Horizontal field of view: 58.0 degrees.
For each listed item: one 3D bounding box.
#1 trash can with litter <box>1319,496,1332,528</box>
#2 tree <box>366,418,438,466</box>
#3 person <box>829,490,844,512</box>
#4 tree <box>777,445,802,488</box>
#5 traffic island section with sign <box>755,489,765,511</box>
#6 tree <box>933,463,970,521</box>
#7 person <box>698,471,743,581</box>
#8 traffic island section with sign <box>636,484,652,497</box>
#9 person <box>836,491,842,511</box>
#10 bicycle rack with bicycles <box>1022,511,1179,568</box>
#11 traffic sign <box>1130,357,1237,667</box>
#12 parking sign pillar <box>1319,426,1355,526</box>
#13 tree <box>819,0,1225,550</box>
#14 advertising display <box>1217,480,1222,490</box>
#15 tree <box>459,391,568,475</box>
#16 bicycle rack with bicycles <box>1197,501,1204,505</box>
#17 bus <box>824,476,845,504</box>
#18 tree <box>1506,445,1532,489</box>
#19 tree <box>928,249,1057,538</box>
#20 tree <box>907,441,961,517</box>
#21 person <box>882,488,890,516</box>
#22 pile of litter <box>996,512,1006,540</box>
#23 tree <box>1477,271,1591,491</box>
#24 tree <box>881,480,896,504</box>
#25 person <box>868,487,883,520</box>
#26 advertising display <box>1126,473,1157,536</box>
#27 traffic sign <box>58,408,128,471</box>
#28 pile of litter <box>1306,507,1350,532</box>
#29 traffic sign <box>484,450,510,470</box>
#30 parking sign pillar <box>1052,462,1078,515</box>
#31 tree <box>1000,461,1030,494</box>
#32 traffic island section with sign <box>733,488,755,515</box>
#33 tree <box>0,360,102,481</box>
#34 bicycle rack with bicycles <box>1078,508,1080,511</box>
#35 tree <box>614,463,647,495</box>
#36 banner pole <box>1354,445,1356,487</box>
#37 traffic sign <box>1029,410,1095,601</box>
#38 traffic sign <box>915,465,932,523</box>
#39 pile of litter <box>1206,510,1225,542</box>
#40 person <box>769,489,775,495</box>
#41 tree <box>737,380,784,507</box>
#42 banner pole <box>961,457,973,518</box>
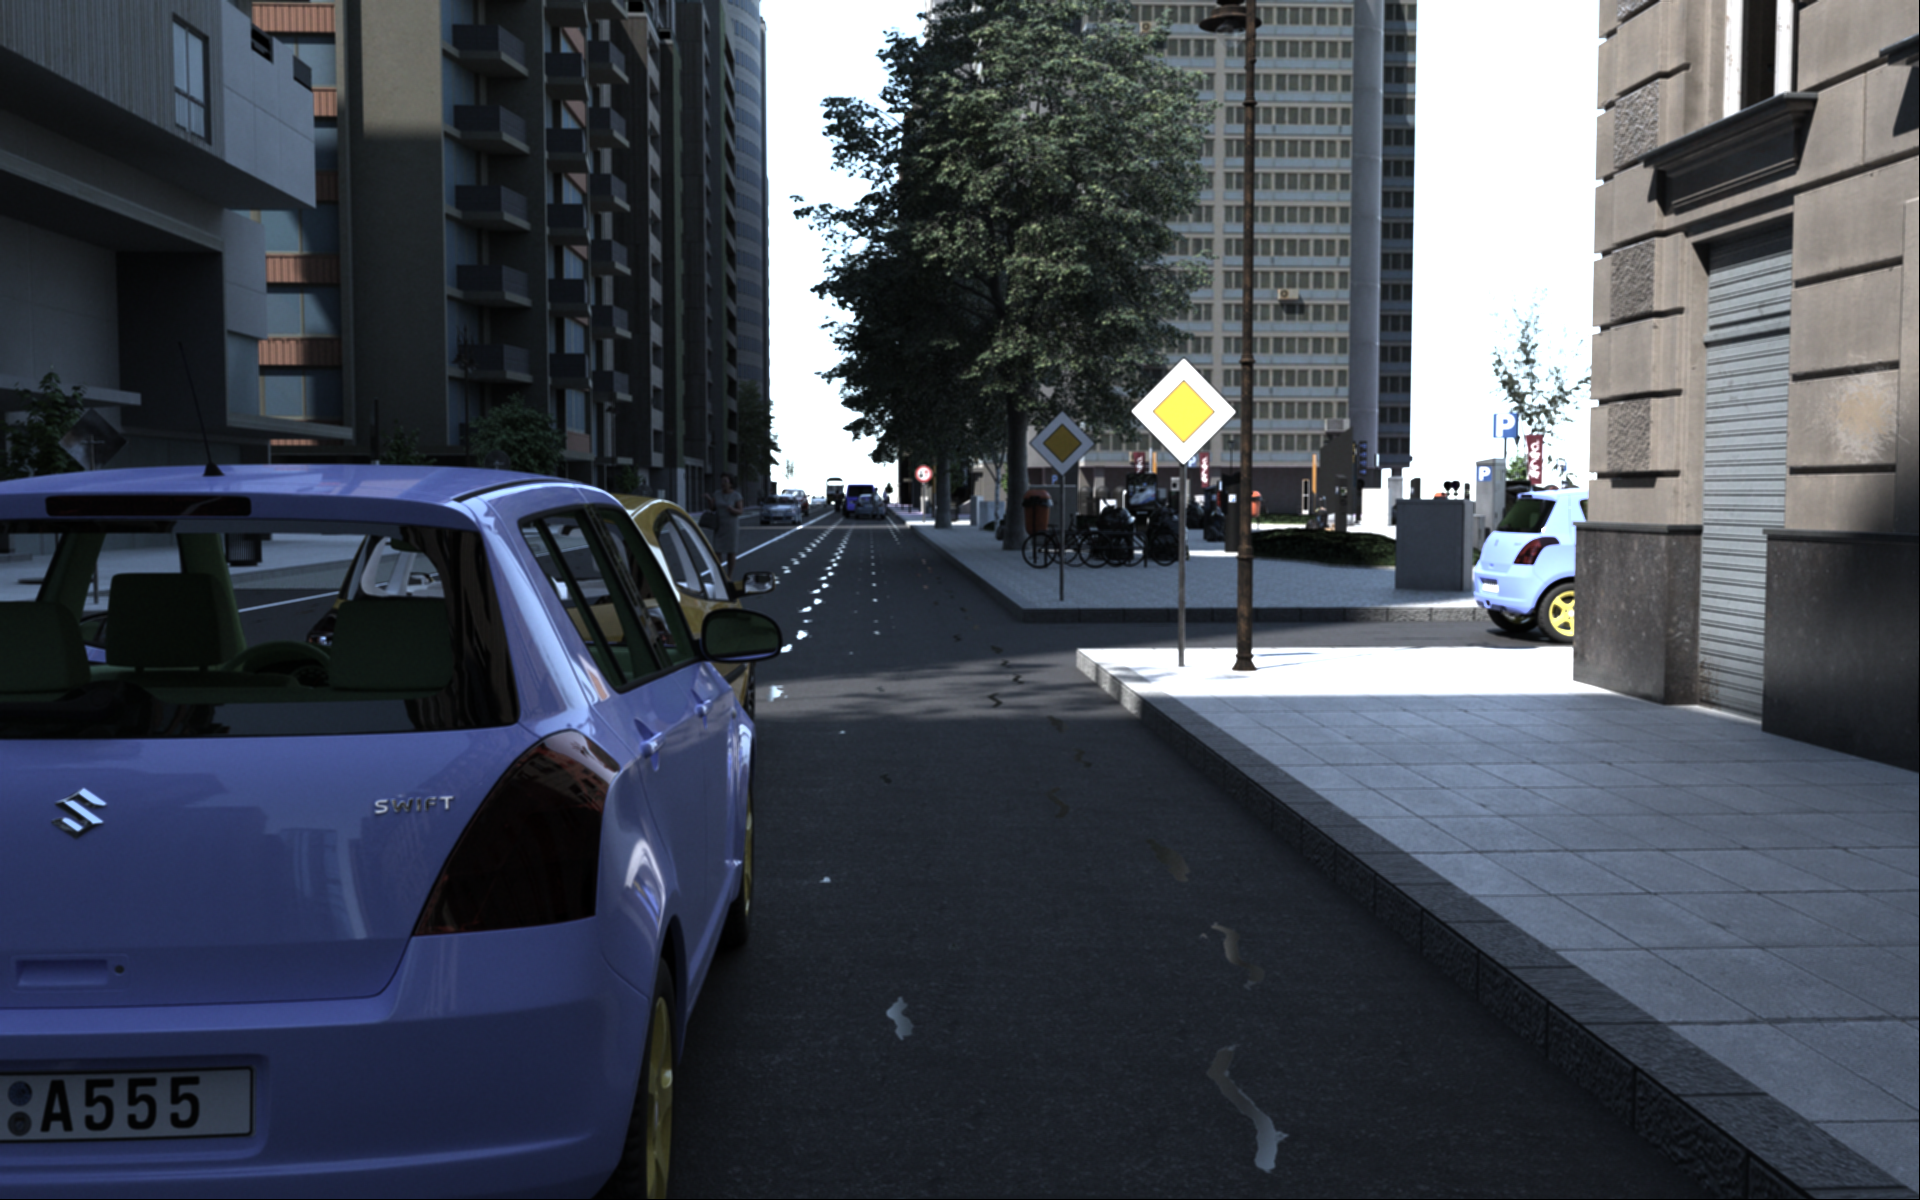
[{"bbox_3d":[13.767,-3.328,65.476,1.678,1.210,2.233,0,4,7],"label":"trash can with litter"},{"bbox_3d":[-14.314,-3.029,44.124,1.663,3.219,1.824,0,3,0],"label":"tree"},{"bbox_3d":[-9.583,-7.678,134.745,1.217,1.736,0.721,-1,4,-16],"label":"person"},{"bbox_3d":[-24.727,-18.421,251.539,4.360,8.622,3.978,0,3,0],"label":"tree"},{"bbox_3d":[-16.830,-8.470,147.112,1.989,1.847,2.006,0,4,-3],"label":"traffic island section with sign"},{"bbox_3d":[-0.620,-5.457,83.827,1.663,3.219,1.824,0,3,0],"label":"tree"},{"bbox_3d":[-3.744,-1.103,26.899,0.716,1.782,0.532,1,4,13],"label":"person"},{"bbox_3d":[-12.743,-3.745,69.851,1.989,1.847,2.006,0,4,-3],"label":"traffic island section with sign"},{"bbox_3d":[-10.026,-8.193,143.258,0.445,1.727,0.742,1,4,22],"label":"person"},{"bbox_3d":[2.481,-1.075,30.957,2.925,0.926,2.852,0,4,-2],"label":"bicycle rack with bicycles"},{"bbox_3d":[1.643,-0.561,12.811,0.795,2.450,0.064,0,4,-3],"label":"traffic sign"},{"bbox_3d":[15.056,-4.938,69.207,1.447,3.967,1.447,2,4,26],"label":"parking sign pillar"},{"bbox_3d":[1.199,-8.126,39.522,9.857,13.997,8.962,0,3,0],"label":"tree"},{"bbox_3d":[12.407,-4.654,81.302,0.974,1.923,0.123,-3,5,-43],"label":"advertising display"},{"bbox_3d":[-14.176,-4.372,55.191,4.285,4.588,4.351,0,3,0],"label":"tree"},{"bbox_3d":[12.293,-4.421,85.672,2.925,0.926,2.852,-1,4,-20],"label":"bicycle rack with bicycles"},{"bbox_3d":[-17.734,-15.542,245.653,2.896,3.916,12.252,0,4,-4],"label":"bus"},{"bbox_3d":[21.734,-4.477,67.792,1.663,3.219,1.824,0,3,0],"label":"tree"},{"bbox_3d":[1.048,-6.097,50.045,4.360,8.622,3.978,0,3,0],"label":"tree"},{"bbox_3d":[-1.153,-6.919,96.834,4.285,4.588,4.351,0,3,0],"label":"tree"},{"bbox_3d":[-4.816,-6.475,114.230,0.599,1.838,0.709,1,4,22],"label":"person"},{"bbox_3d":[1.661,-2.107,48.414,1.176,0.858,1.719,3,5,41],"label":"pile of litter"},{"bbox_3d":[18.974,-6.526,57.055,4.360,8.622,3.978,0,3,0],"label":"tree"},{"bbox_3d":[-10.282,-15.718,251.595,1.663,3.219,1.824,0,3,0],"label":"tree"},{"bbox_3d":[-4.637,-5.259,94.591,0.850,1.850,0.679,1,4,11],"label":"person"},{"bbox_3d":[5.567,-2.930,53.118,0.974,1.923,0.123,-1,4,-18],"label":"advertising display"},{"bbox_3d":[-10.107,-1.013,20.211,0.795,2.450,0.064,0,4,-3],"label":"traffic sign"},{"bbox_3d":[12.179,-2.659,57.439,1.719,0.858,1.176,-1,4,-11],"label":"pile of litter"},{"bbox_3d":[-13.396,-3.060,50.139,0.768,2.556,0.104,0,4,-1],"label":"traffic sign"},{"bbox_3d":[4.681,-5.427,77.204,1.447,3.967,1.447,-3,5,-42],"label":"parking sign pillar"},{"bbox_3d":[2.660,-5.729,88.273,1.663,3.219,1.824,0,3,0],"label":"tree"},{"bbox_3d":[-15.359,-6.779,119.458,1.989,1.847,2.006,0,4,-3],"label":"traffic island section with sign"},{"bbox_3d":[-13.038,-1.869,25.159,1.663,3.219,1.824,0,3,0],"label":"tree"},{"bbox_3d":[5.946,-4.338,84.311,2.852,0.926,2.925,2,4,25],"label":"bicycle rack with bicycles"},{"bbox_3d":[-17.914,-6.019,93.008,1.663,3.219,1.824,0,3,0],"label":"tree"},{"bbox_3d":[17.399,-5.345,77.412,0.401,3.779,0.863,-3,5,-41],"label":"banner pole"},{"bbox_3d":[1.222,-1.049,20.786,0.795,2.450,0.064,0,4,-3],"label":"traffic sign"},{"bbox_3d":[-1.589,-4.651,76.147,0.768,2.556,0.104,0,4,5],"label":"traffic sign"},{"bbox_3d":[7.231,-2.019,46.972,1.176,0.858,1.719,2,4,32],"label":"pile of litter"},{"bbox_3d":[-13.012,-6.742,119.186,0.568,1.767,0.683,-2,4,-29],"label":"person"},{"bbox_3d":[-21.187,-15.489,171.374,7.486,12.596,7.792,0,3,0],"label":"tree"},{"bbox_3d":[0.421,-6.306,93.127,0.863,3.779,0.401,1,4,15],"label":"banner pole"}]
